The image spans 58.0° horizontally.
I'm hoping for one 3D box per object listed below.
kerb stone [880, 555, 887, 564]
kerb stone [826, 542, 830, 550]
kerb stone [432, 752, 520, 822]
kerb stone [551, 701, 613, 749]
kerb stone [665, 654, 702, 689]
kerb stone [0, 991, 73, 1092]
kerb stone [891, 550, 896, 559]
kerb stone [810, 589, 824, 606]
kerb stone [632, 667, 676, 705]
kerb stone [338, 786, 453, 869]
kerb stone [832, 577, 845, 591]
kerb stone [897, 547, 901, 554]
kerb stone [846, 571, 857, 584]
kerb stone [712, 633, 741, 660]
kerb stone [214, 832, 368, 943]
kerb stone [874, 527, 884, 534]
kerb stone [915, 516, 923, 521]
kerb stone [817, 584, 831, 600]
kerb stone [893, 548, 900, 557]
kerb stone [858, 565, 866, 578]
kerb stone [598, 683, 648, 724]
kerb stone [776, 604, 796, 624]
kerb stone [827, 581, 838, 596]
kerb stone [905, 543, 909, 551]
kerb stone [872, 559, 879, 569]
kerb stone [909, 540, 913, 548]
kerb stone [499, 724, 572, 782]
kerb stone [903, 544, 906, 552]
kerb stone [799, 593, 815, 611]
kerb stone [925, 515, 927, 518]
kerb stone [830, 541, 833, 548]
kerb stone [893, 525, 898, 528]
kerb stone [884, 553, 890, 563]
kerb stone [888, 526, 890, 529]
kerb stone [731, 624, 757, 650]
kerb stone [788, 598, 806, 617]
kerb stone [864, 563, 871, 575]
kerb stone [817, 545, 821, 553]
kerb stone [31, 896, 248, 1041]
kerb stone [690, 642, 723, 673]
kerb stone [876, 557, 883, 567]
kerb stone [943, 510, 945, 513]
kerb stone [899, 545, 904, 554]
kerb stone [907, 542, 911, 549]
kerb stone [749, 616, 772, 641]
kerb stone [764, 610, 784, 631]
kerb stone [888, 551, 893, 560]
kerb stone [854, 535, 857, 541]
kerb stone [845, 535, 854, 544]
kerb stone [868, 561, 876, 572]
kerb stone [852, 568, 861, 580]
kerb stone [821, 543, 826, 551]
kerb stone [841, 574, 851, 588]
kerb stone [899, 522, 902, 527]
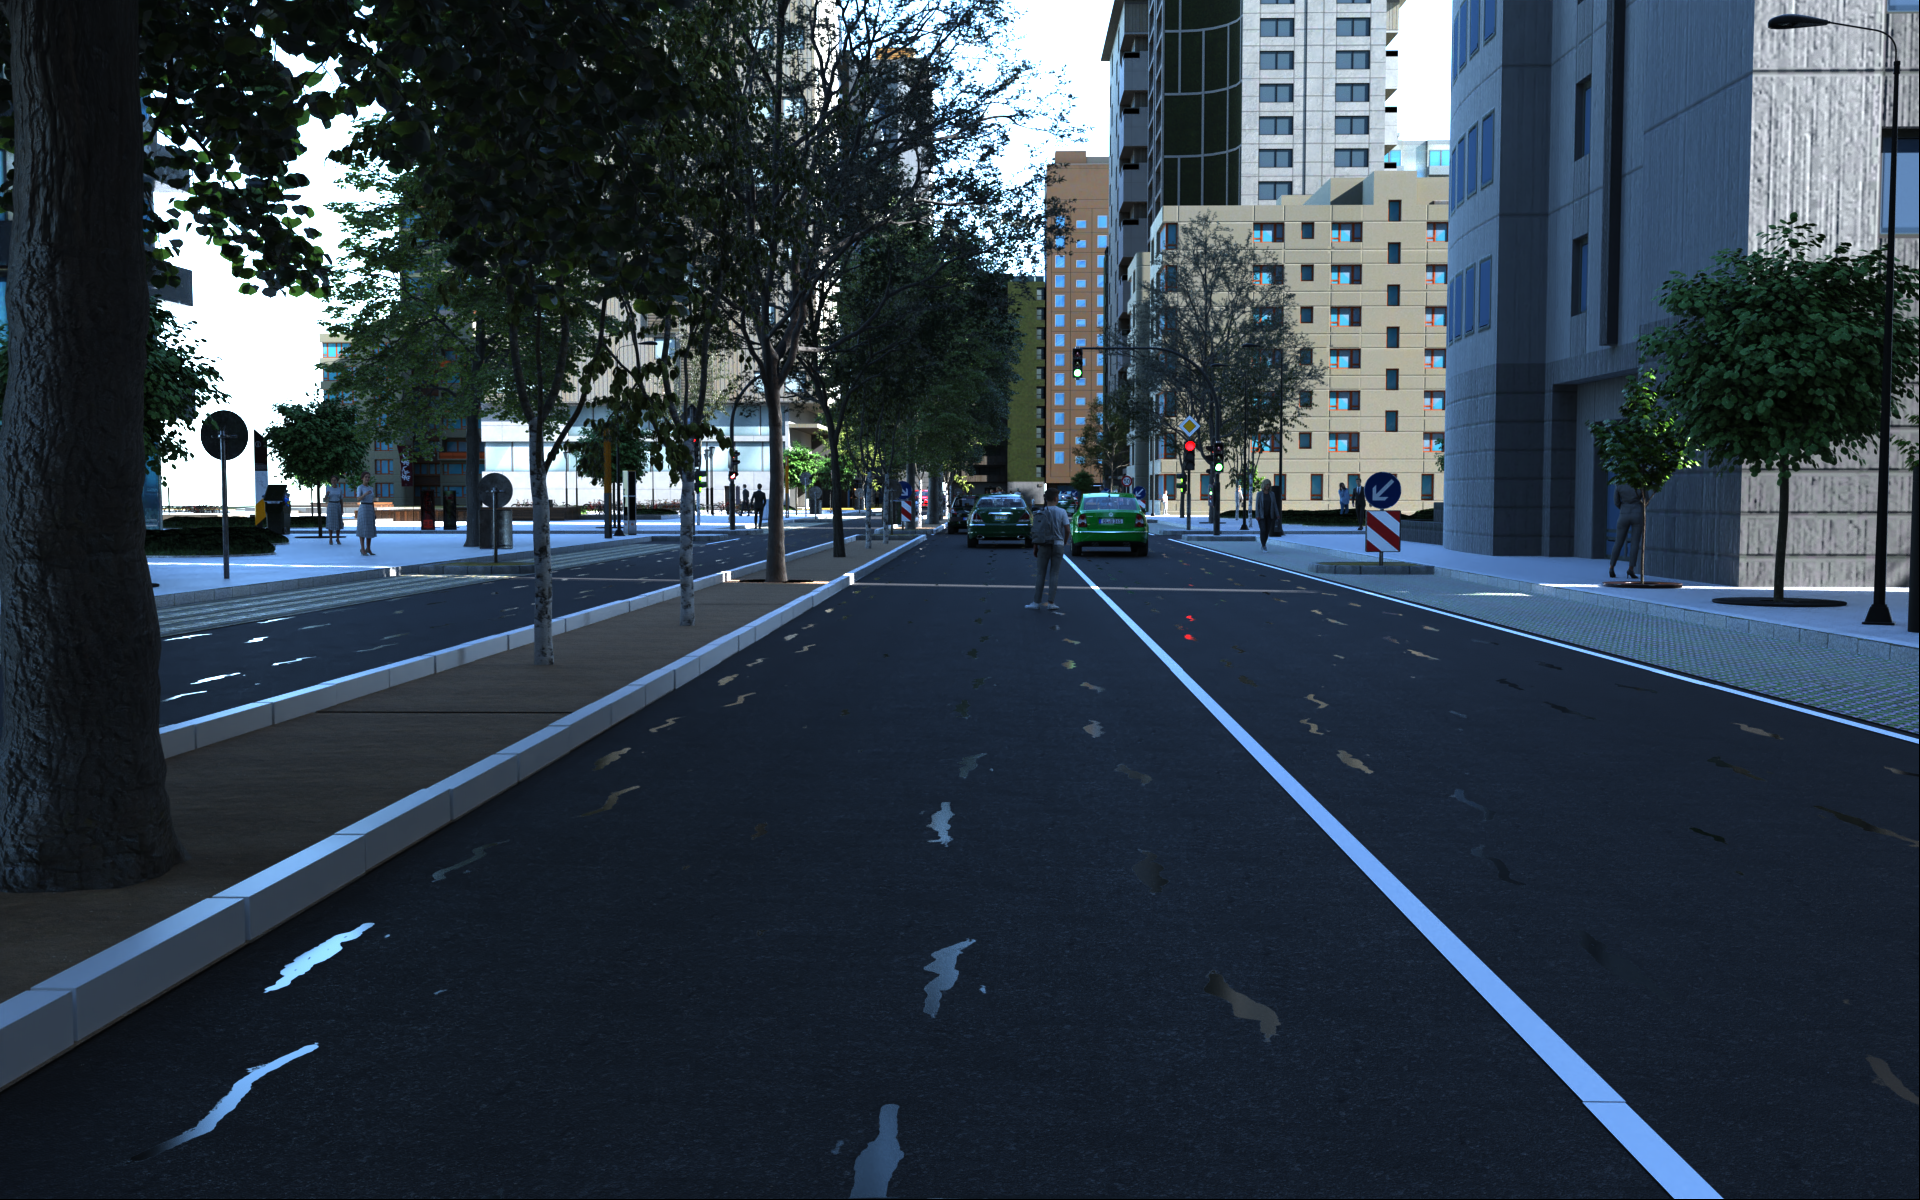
[{"bbox_3d":[-1.612,-0.766,34.719,0.120,0.150,1.000,0,4,1],"label":"kerb stone"},{"bbox_3d":[-3.485,-1.335,44.031,0.120,0.150,1.000,0,4,1],"label":"kerb stone"},{"bbox_3d":[-2.261,0.869,8.065,0.120,0.150,1.000,0,4,1],"label":"kerb stone"},{"bbox_3d":[-2.214,0.739,10.124,0.120,0.150,1.000,0,4,1],"label":"kerb stone"},{"bbox_3d":[-2.134,0.553,13.203,0.120,0.150,1.000,0,4,1],"label":"kerb stone"},{"bbox_3d":[-2.364,1.114,3.978,0.120,0.150,1.000,0,4,1],"label":"kerb stone"},{"bbox_3d":[-1.536,-0.954,37.799,0.120,0.150,1.000,0,4,1],"label":"kerb stone"},{"bbox_3d":[-1.905,-0.008,22.430,0.120,0.150,1.000,0,4,1],"label":"kerb stone"},{"bbox_3d":[-2.166,0.614,12.174,0.120,0.150,1.000,0,4,1],"label":"kerb stone"},{"bbox_3d":[-2.292,0.927,7.043,0.120,0.150,1.000,0,4,1],"label":"kerb stone"},{"bbox_3d":[-1.840,-0.202,25.506,0.120,0.150,1.000,0,4,1],"label":"kerb stone"},{"bbox_3d":[-1.494,-1.076,39.843,0.120,0.150,1.000,0,4,1],"label":"kerb stone"},{"bbox_3d":[-1.787,-0.328,27.552,0.120,0.150,1.000,0,4,1],"label":"kerb stone"},{"bbox_3d":[-2.090,0.425,15.254,0.120,0.150,1.000,0,4,1],"label":"kerb stone"},{"bbox_3d":[-2.311,0.989,6.021,0.120,0.150,1.000,0,4,1],"label":"kerb stone"},{"bbox_3d":[-2.996,-2.559,64.036,0.120,0.150,1.000,0,4,1],"label":"kerb stone"},{"bbox_3d":[-2.239,-4.442,94.828,0.120,0.150,1.000,0,4,1],"label":"kerb stone"},{"bbox_3d":[-1.888,-0.076,23.452,0.120,0.150,1.000,0,4,1],"label":"kerb stone"},{"bbox_3d":[-1.502,-1.017,38.820,0.120,0.150,1.000,0,4,1],"label":"kerb stone"},{"bbox_3d":[-1.743,-0.453,29.597,0.120,0.150,1.000,0,4,1],"label":"kerb stone"},{"bbox_3d":[-2.190,0.680,11.146,0.120,0.150,1.000,0,4,1],"label":"kerb stone"},{"bbox_3d":[-1.986,0.177,19.359,0.120,0.150,1.000,0,4,1],"label":"kerb stone"},{"bbox_3d":[-1.862,-0.135,24.480,0.120,0.150,1.000,0,4,1],"label":"kerb stone"},{"bbox_3d":[-1.416,-1.268,42.919,0.120,0.150,1.000,0,4,1],"label":"kerb stone"},{"bbox_3d":[-1.663,-0.640,32.662,0.120,0.150,1.000,0,4,1],"label":"kerb stone"},{"bbox_3d":[-1.363,-1.392,44.962,0.120,0.150,1.000,0,4,1],"label":"kerb stone"},{"bbox_3d":[-2.234,0.805,9.099,0.120,0.150,1.000,0,4,1],"label":"kerb stone"},{"bbox_3d":[-1.446,-1.203,41.892,0.120,0.150,1.000,0,4,1],"label":"kerb stone"},{"bbox_3d":[-1.939,0.049,21.402,0.120,0.150,1.000,0,4,1],"label":"kerb stone"},{"bbox_3d":[-2.075,-4.879,102.013,0.120,0.150,1.000,0,4,1],"label":"kerb stone"},{"bbox_3d":[-3.461,-1.398,45.054,0.120,0.150,1.000,0,4,1],"label":"kerb stone"},{"bbox_3d":[-2.794,-3.060,72.229,0.120,0.150,1.000,0,4,1],"label":"kerb stone"},{"bbox_3d":[-1.584,-0.829,35.749,0.120,0.150,1.000,0,4,1],"label":"kerb stone"},{"bbox_3d":[-2.918,-2.746,67.106,0.120,0.150,1.000,0,4,1],"label":"kerb stone"},{"bbox_3d":[-2.059,0.364,16.277,0.120,0.150,1.000,0,4,1],"label":"kerb stone"},{"bbox_3d":[-1.960,0.112,20.380,0.120,0.150,1.000,0,4,1],"label":"kerb stone"},{"bbox_3d":[-1.709,-0.515,30.618,0.120,0.150,1.000,0,4,1],"label":"kerb stone"},{"bbox_3d":[-3.532,-1.210,41.974,0.120,0.150,1.000,0,4,1],"label":"kerb stone"},{"bbox_3d":[-2.342,1.052,5.000,0.120,0.150,1.000,0,4,1],"label":"kerb stone"},{"bbox_3d":[-2.109,0.488,14.224,0.120,0.150,1.000,0,4,1],"label":"kerb stone"},{"bbox_3d":[-1.633,-0.701,33.694,0.120,0.150,1.000,0,4,1],"label":"kerb stone"},{"bbox_3d":[-1.238,-6.952,135.867,0.120,0.150,1.000,0,4,1],"label":"kerb stone"},{"bbox_3d":[-1.465,-1.142,40.865,0.120,0.150,1.000,0,4,1],"label":"kerb stone"},{"bbox_3d":[-1.386,-1.330,43.941,0.120,0.150,1.000,0,4,1],"label":"kerb stone"},{"bbox_3d":[-2.030,0.300,17.299,0.120,0.150,1.000,0,4,1],"label":"kerb stone"},{"bbox_3d":[-2.011,0.237,18.327,0.120,0.150,1.000,0,4,1],"label":"kerb stone"},{"bbox_3d":[-1.558,-0.892,36.777,0.120,0.150,1.000,0,4,1],"label":"kerb stone"},{"bbox_3d":[-3.282,-1.835,52.226,0.120,0.150,1.000,0,4,1],"label":"kerb stone"},{"bbox_3d":[-3.317,-1.774,51.204,0.120,0.150,1.000,0,4,1],"label":"kerb stone"},{"bbox_3d":[-1.683,-0.575,31.640,0.120,0.150,1.000,0,4,1],"label":"kerb stone"},{"bbox_3d":[-1.770,-0.390,28.574,0.120,0.150,1.000,0,4,1],"label":"kerb stone"},{"bbox_3d":[-3.513,-1.273,43.002,0.120,0.150,1.000,0,4,1],"label":"kerb stone"},{"bbox_3d":[-1.809,-0.265,26.530,0.120,0.150,1.000,0,4,1],"label":"kerb stone"},{"bbox_3d":[-2.726,-3.242,75.317,0.120,0.150,1.000,0,4,1],"label":"kerb stone"}]
